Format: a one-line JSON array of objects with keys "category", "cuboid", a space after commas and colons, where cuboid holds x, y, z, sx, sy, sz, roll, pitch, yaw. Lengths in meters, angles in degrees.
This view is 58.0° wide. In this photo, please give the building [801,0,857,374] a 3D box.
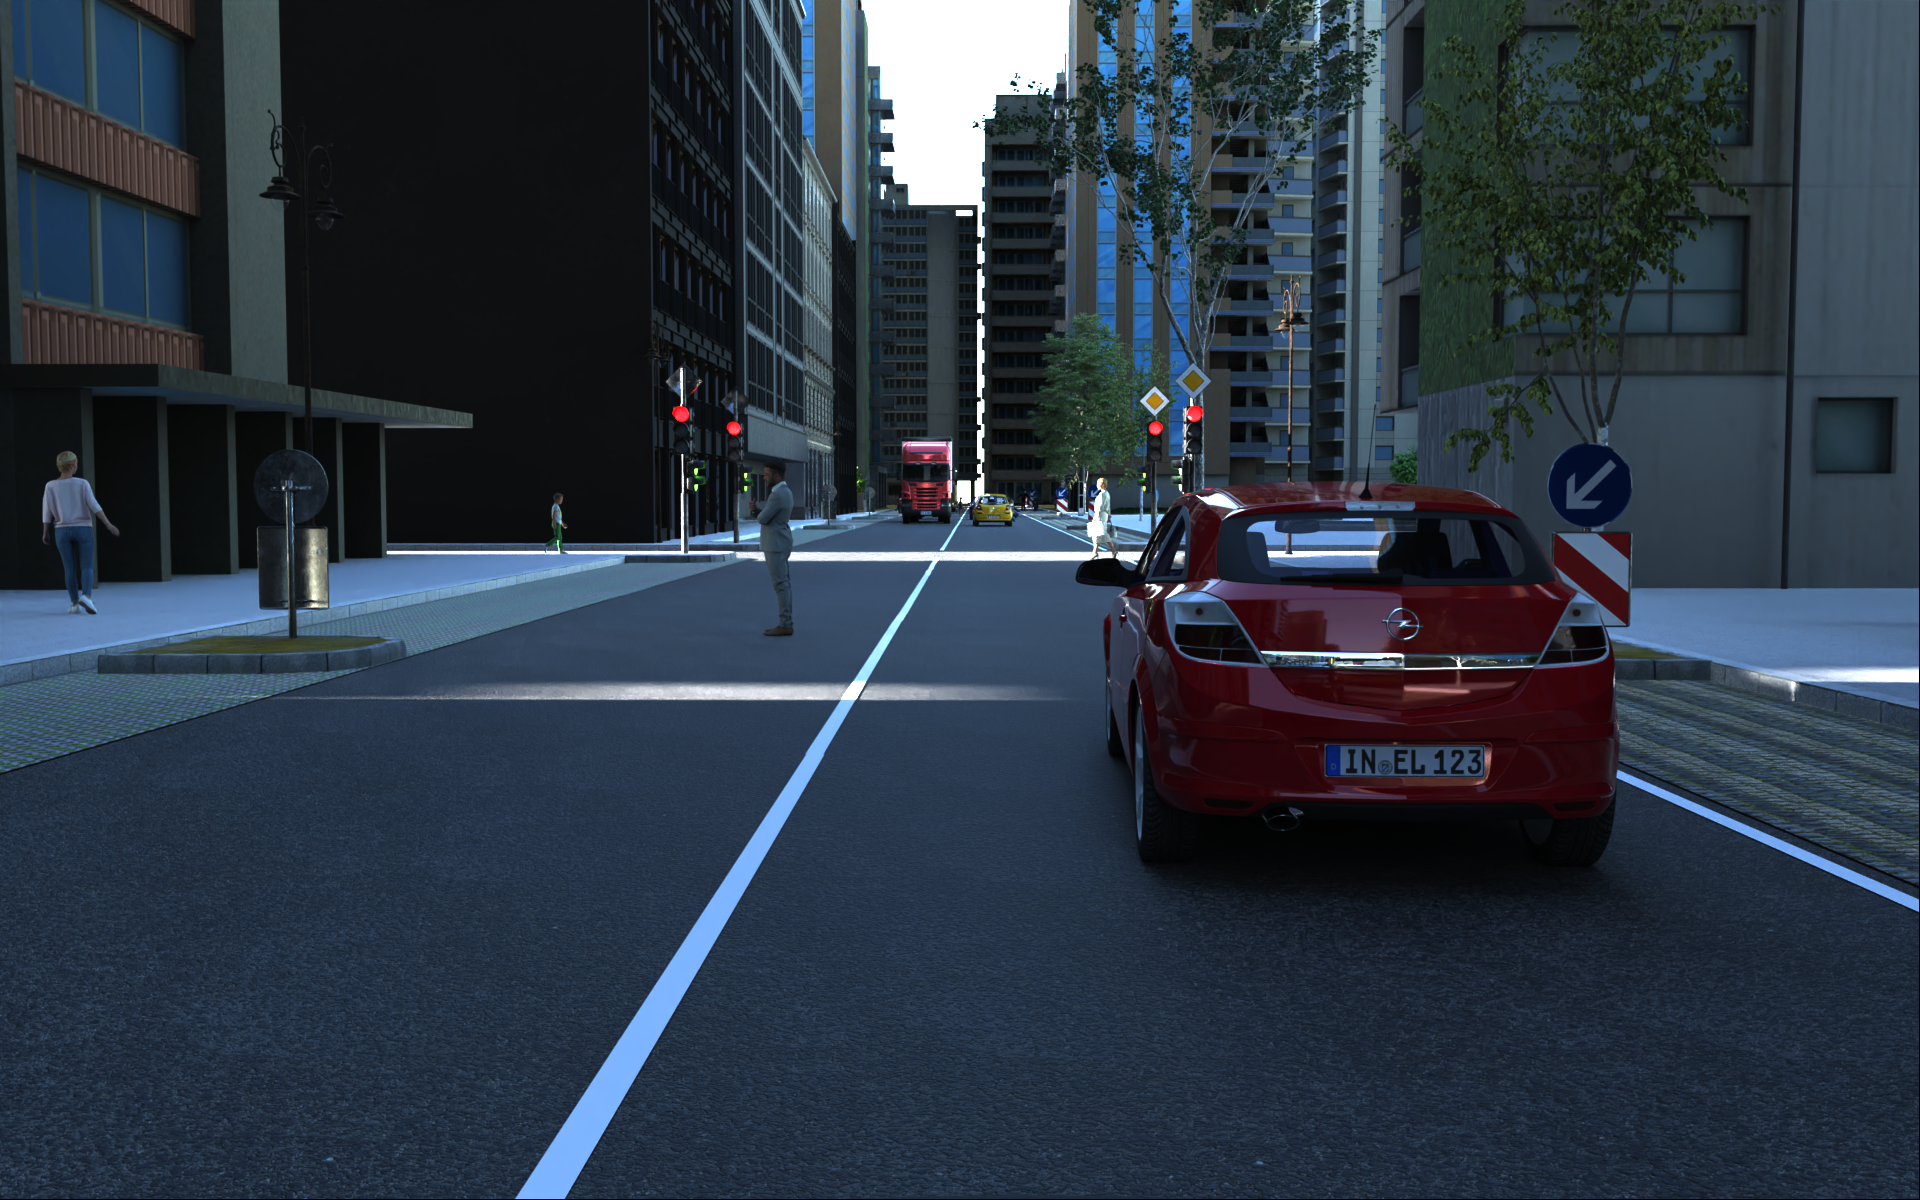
[{"category": "building", "cuboid": [-15.027, -29.196, 127.468, 14.600, 45.320, 14.200, 0, 4, 1]}]

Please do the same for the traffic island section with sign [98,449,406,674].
[{"category": "traffic island section with sign", "cuboid": [-5.841, -0.368, 14.653, 1.989, 1.847, 2.006, 0, 4, 1]}]

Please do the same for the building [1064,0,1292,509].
[{"category": "building", "cuboid": [19.645, -37.193, 150.096, 21.231, 58.520, 28.212, 0, 4, 1]}]

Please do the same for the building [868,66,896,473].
[{"category": "building", "cuboid": [-22.300, -34.548, 184.471, 30.456, 49.044, 23.786, 0, 4, 1]}]

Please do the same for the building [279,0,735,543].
[{"category": "building", "cuboid": [-14.028, -13.614, 52.268, 12.332, 23.373, 15.834, 0, 4, 1]}]

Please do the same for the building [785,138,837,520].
[{"category": "building", "cuboid": [-12.217, -14.945, 93.497, 9.793, 20.994, 18.267, 0, 4, 1]}]

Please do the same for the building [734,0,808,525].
[{"category": "building", "cuboid": [-14.576, -17.035, 72.026, 14.314, 27.812, 24.014, 0, 4, 1]}]

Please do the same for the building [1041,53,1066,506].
[{"category": "building", "cuboid": [20.685, -34.297, 180.369, 23.786, 49.044, 30.456, 0, 4, 1]}]

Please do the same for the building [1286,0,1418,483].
[{"category": "building", "cuboid": [51.438, -39.300, 184.557, 28.212, 58.520, 21.231, 0, 4, 1]}]

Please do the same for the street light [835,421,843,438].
[{"category": "street light", "cuboid": [-7.304, -8.017, 103.859, 0.468, 5.910, 1.993, 0, 4, 1]}]

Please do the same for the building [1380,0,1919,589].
[{"category": "building", "cuboid": [14.597, -21.134, 29.128, 14.154, 41.232, 14.086, 0, 4, 1]}]

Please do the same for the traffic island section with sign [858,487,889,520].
[{"category": "traffic island section with sign", "cuboid": [-5.032, -5.425, 97.329, 1.989, 1.847, 2.006, 0, 4, 1]}]

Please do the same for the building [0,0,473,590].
[{"category": "building", "cuboid": [-25.008, -22.683, 25.485, 28.867, 44.769, 22.147, 0, 4, 1]}]

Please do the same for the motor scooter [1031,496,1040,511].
[{"category": "motor scooter", "cuboid": [6.256, -8.018, 143.871, 0.815, 1.314, 1.986, 0, 4, 1]}]

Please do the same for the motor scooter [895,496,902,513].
[{"category": "motor scooter", "cuboid": [-4.422, -7.071, 128.394, 0.815, 1.314, 1.986, 0, 4, 1]}]

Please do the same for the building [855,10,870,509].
[{"category": "building", "cuboid": [-14.899, -28.044, 142.117, 14.154, 41.232, 14.086, 0, 4, 1]}]

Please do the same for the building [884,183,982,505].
[{"category": "building", "cuboid": [-9.278, -32.249, 219.149, 23.993, 40.220, 32.217, 0, 4, 1]}]

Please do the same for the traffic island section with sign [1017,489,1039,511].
[{"category": "traffic island section with sign", "cuboid": [6.076, -8.516, 147.858, 1.989, 1.847, 2.006, 0, 4, 1]}]

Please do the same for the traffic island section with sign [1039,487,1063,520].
[{"category": "traffic island section with sign", "cuboid": [5.587, -5.425, 97.318, 1.989, 1.847, 2.006, 0, 4, 1]}]

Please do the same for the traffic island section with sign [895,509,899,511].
[{"category": "traffic island section with sign", "cuboid": [-4.545, -8.511, 147.782, 1.989, 1.847, 2.006, 0, 4, 1]}]

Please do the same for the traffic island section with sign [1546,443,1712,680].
[{"category": "traffic island section with sign", "cuboid": [4.782, -0.341, 14.205, 1.989, 1.847, 2.006, 0, 4, 1]}]

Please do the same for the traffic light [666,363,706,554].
[{"category": "traffic light", "cuboid": [-5.903, -2.952, 37.186, 0.839, 4.253, 0.868, 0, 4, 1]}]

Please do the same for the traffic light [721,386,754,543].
[{"category": "traffic light", "cuboid": [-5.826, -3.440, 45.171, 0.839, 4.253, 0.868, 0, 4, 1]}]

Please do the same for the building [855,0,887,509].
[{"category": "building", "cuboid": [-17.216, -44.059, 158.622, 20.563, 71.187, 20.611, 0, 4, 1]}]

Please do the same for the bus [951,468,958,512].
[{"category": "bus", "cuboid": [-1.614, -9.267, 143.067, 2.896, 3.916, 12.252, 0, 4, 1]}]

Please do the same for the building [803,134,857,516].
[{"category": "building", "cuboid": [-13.327, -17.198, 110.869, 12.332, 23.373, 15.834, 0, 4, 1]}]

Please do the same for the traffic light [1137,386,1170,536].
[{"category": "traffic light", "cuboid": [5.035, -3.435, 45.082, 0.839, 4.253, 0.868, 0, 4, 1]}]

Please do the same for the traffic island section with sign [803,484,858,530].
[{"category": "traffic island section with sign", "cuboid": [-5.286, -3.770, 70.264, 1.989, 1.847, 2.006, 0, 4, 1]}]

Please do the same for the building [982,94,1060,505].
[{"category": "building", "cuboid": [13.467, -36.077, 213.558, 21.600, 48.544, 21.300, 0, 4, 1]}]

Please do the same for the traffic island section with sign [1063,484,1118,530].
[{"category": "traffic island section with sign", "cuboid": [5.312, -3.741, 69.793, 1.989, 1.847, 2.006, 0, 4, 1]}]

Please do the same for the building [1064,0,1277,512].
[{"category": "building", "cuboid": [15.150, -29.294, 129.074, 14.600, 45.320, 14.200, 0, 4, 1]}]

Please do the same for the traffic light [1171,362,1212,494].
[{"category": "traffic light", "cuboid": [4.958, -2.947, 37.097, 0.839, 4.253, 0.868, 0, 4, 1]}]

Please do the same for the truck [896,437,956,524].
[{"category": "truck", "cuboid": [-1.629, -6.012, 87.217, 2.839, 4.237, 11.283, 0, 4, 0]}]

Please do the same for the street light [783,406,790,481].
[{"category": "street light", "cuboid": [-7.600, -6.236, 74.748, 0.468, 5.910, 1.993, 0, 4, 1]}]
